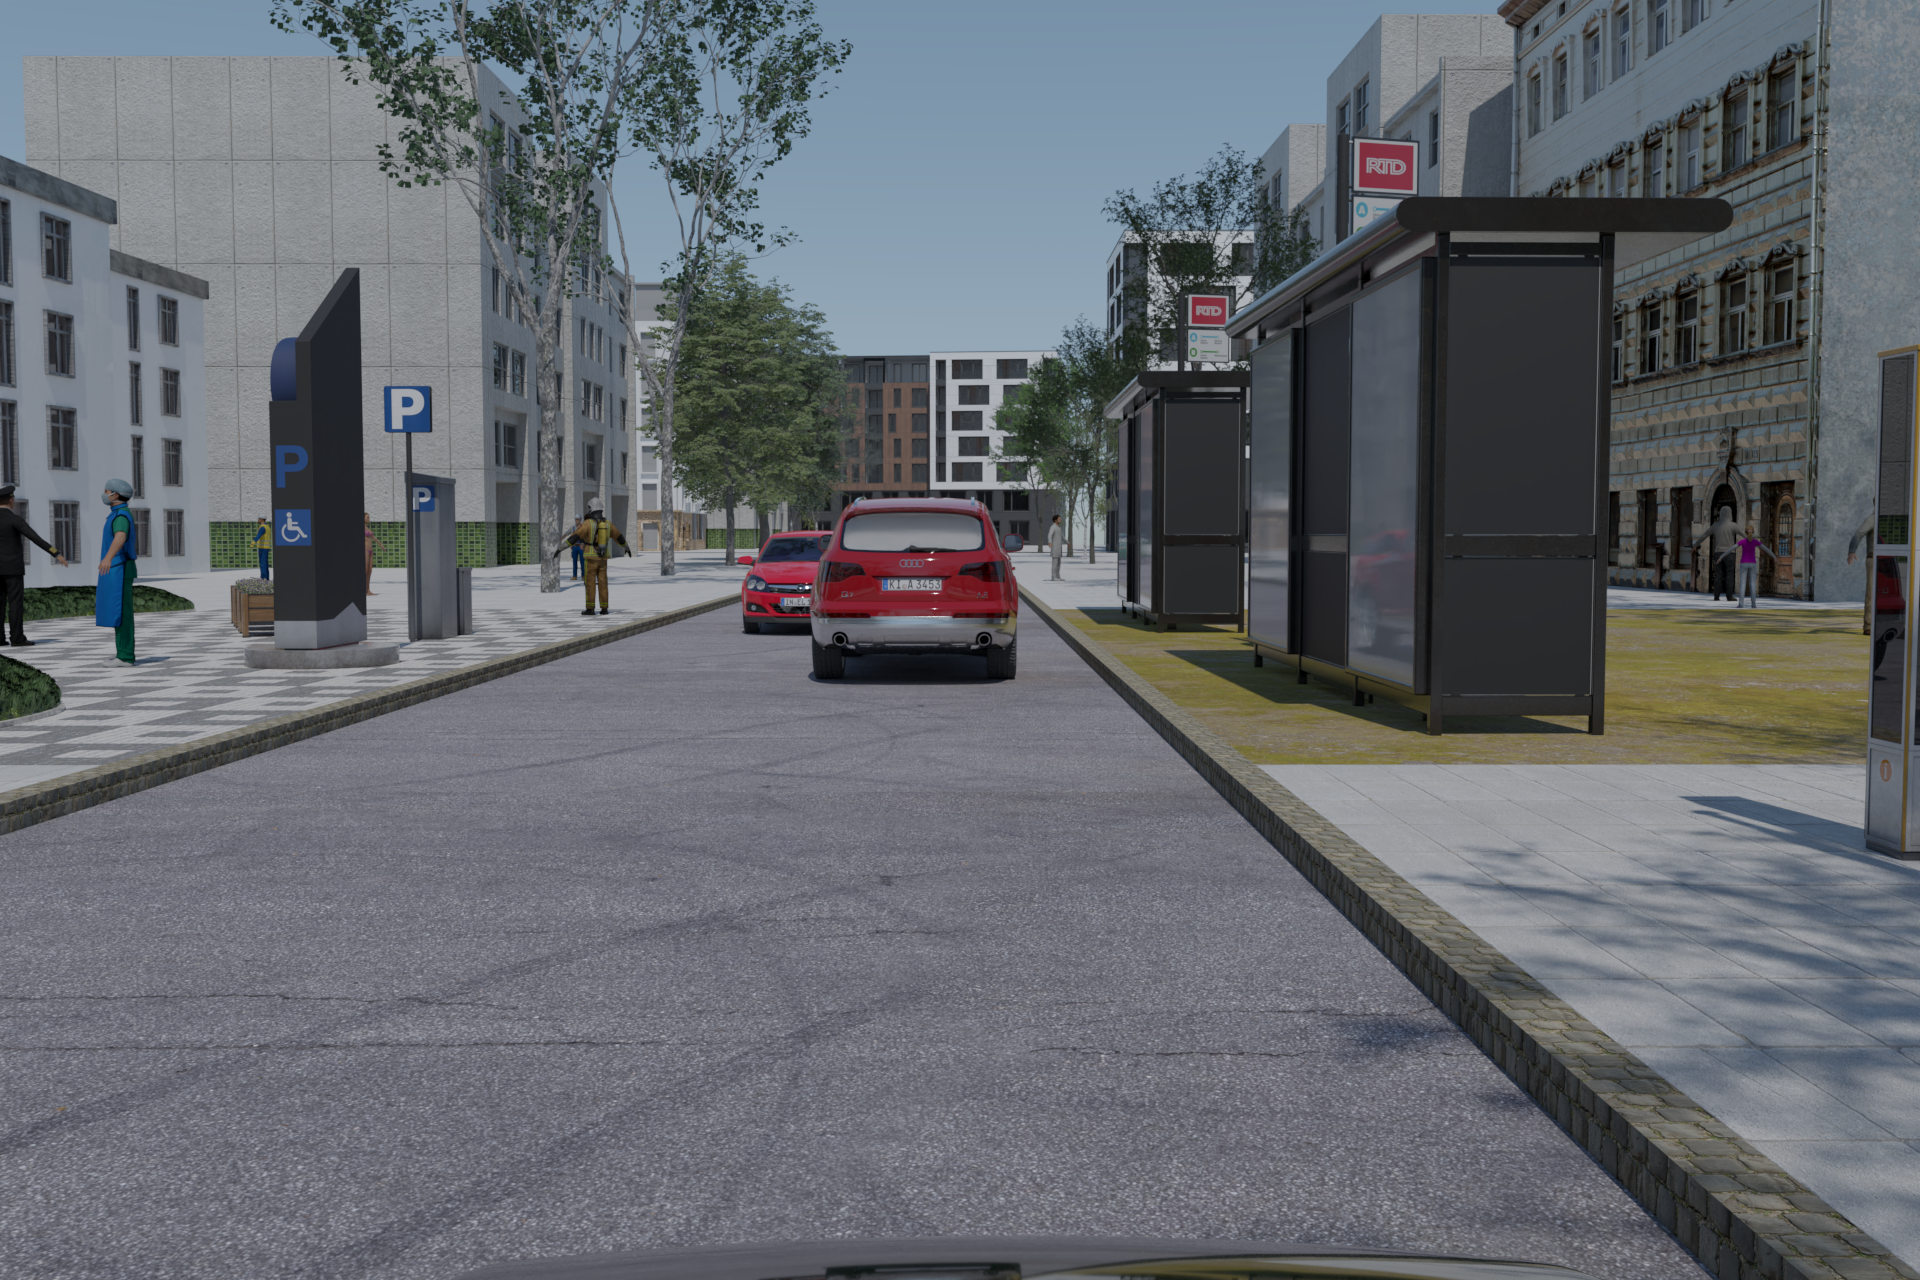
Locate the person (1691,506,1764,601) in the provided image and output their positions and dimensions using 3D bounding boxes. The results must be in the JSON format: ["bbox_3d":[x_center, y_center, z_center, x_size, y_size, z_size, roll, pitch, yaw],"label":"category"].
[{"bbox_3d":[14.629,-1.649,33.097,1.348,1.813,0.705,3,5,42],"label":"person"}]

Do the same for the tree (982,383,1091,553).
[{"bbox_3d":[5.345,-11.609,115.570,9.928,11.665,9.643,0,3,0],"label":"tree"}]

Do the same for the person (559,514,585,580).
[{"bbox_3d":[-10.571,-2.576,47.968,1.347,1.847,0.705,0,4,4],"label":"person"}]

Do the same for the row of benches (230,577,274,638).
[{"bbox_3d":[-9.428,-0.483,23.361,1.422,0.672,4.104,-2,4,-24],"label":"row of benches"}]

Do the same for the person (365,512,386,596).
[{"bbox_3d":[-12.292,-1.789,36.053,0.721,1.733,1.217,1,4,8],"label":"person"}]

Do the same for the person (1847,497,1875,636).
[{"bbox_3d":[11.642,-0.955,21.884,1.348,1.796,0.705,-2,4,-24],"label":"person"}]

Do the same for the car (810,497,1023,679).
[{"bbox_3d":[-0.437,-0.611,18.661,2.281,1.827,5.304,0,4,0],"label":"car"}]

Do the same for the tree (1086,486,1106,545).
[{"bbox_3d":[17.633,-15.757,207.988,4.360,8.622,3.978,0,3,0],"label":"tree"}]

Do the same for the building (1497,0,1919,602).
[{"bbox_3d":[25.266,-12.860,41.184,19.493,23.208,18.063,0,4,0],"label":"building"}]

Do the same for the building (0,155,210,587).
[{"bbox_3d":[-25.738,-6.212,43.718,9.099,9.664,28.070,0,3,0],"label":"building"}]

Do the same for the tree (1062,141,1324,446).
[{"bbox_3d":[6.074,-6.489,40.510,7.601,10.594,8.767,-3,5,-41],"label":"tree"}]

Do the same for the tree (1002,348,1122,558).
[{"bbox_3d":[6.203,-10.328,94.625,9.928,11.665,9.643,0,3,0],"label":"tree"}]

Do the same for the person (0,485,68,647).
[{"bbox_3d":[-10.879,-0.848,19.807,1.347,1.837,0.705,0,4,8],"label":"person"}]

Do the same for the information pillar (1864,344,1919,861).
[{"bbox_3d":[3.842,-0.146,6.876,0.304,2.012,0.304,0,4,0],"label":"information pillar"}]

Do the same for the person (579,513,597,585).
[{"bbox_3d":[-9.301,-2.288,43.589,0.705,1.806,1.347,1,4,12],"label":"person"}]

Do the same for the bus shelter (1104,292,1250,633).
[{"bbox_3d":[3.403,-2.990,26.524,2.179,5.291,8.768,0,4,1],"label":"bus shelter"}]

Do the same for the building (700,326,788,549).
[{"bbox_3d":[-26.089,-18.136,162.979,16.747,18.905,31.486,0,4,0],"label":"building"}]

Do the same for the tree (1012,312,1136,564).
[{"bbox_3d":[5.408,-8.533,73.927,7.601,10.594,8.767,-3,5,-39],"label":"tree"}]

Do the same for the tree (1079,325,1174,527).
[{"bbox_3d":[5.707,-6.655,59.173,4.360,8.622,3.978,0,3,0],"label":"tree"}]

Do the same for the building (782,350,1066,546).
[{"bbox_3d":[-4.021,-22.044,206.847,32.646,21.610,27.936,0,4,6],"label":"building"}]

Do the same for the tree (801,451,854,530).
[{"bbox_3d":[-9.667,-10.008,113.991,4.360,8.622,3.978,0,3,0],"label":"tree"}]

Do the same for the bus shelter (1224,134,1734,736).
[{"bbox_3d":[3.668,-2.294,15.135,2.179,5.291,8.768,0,4,-2],"label":"bus shelter"}]

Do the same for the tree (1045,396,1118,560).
[{"bbox_3d":[6.264,-8.327,86.504,4.360,8.622,3.978,0,3,0],"label":"tree"}]

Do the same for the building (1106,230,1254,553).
[{"bbox_3d":[24.932,-17.666,132.807,27.936,21.610,32.646,0,3,0],"label":"building"}]

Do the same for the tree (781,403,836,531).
[{"bbox_3d":[-9.022,-8.831,94.747,4.737,8.622,4.395,0,3,0],"label":"tree"}]

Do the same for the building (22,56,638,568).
[{"bbox_3d":[-26.269,-13.073,80.193,16.747,18.905,31.486,0,4,0],"label":"building"}]

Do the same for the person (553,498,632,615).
[{"bbox_3d":[-5.778,-1.325,27.440,1.354,1.858,0.705,-3,5,-39],"label":"person"}]

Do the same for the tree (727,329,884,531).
[{"bbox_3d":[-9.693,-11.862,104.315,12.009,13.543,11.850,0,3,0],"label":"tree"}]

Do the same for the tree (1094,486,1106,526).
[{"bbox_3d":[17.161,-15.463,203.186,4.737,8.622,4.395,0,3,0],"label":"tree"}]

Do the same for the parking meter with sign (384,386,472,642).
[{"bbox_3d":[-6.473,-1.530,21.284,0.543,3.016,1.738,0,4,2],"label":"parking meter with sign"}]

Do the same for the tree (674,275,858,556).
[{"bbox_3d":[-9.623,-10.854,84.126,9.857,13.997,8.962,0,3,0],"label":"tree"}]

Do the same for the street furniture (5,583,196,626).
[{"bbox_3d":[-15.303,-0.563,24.828,5.734,0.657,10.072,0,4,6],"label":"street furniture"}]

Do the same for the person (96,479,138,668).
[{"bbox_3d":[-8.181,-0.653,16.796,0.704,1.817,1.347,-1,4,-23],"label":"person"}]

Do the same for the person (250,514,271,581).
[{"bbox_3d":[-18.883,-2.501,46.866,0.705,1.833,1.349,0,4,-4],"label":"person"}]

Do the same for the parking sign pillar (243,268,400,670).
[{"bbox_3d":[-6.289,-1.744,16.982,1.447,3.967,1.447,0,4,2],"label":"parking sign pillar"}]

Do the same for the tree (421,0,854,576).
[{"bbox_3d":[-10.069,-12.129,54.204,12.611,20.169,13.585,0,3,0],"label":"tree"}]

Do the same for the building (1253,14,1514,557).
[{"bbox_3d":[22.601,-12.314,67.789,16.747,18.905,31.486,0,4,-1],"label":"building"}]

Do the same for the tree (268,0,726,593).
[{"bbox_3d":[-10.359,-11.131,37.879,12.611,20.169,13.585,0,3,0],"label":"tree"}]

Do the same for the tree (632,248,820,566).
[{"bbox_3d":[-9.677,-9.264,69.597,7.486,12.596,7.792,0,3,0],"label":"tree"}]

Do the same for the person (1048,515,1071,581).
[{"bbox_3d":[2.664,-2.514,47.287,0.705,1.806,1.347,2,4,27],"label":"person"}]

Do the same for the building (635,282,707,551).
[{"bbox_3d":[-25.998,-16.824,131.486,16.016,20.090,11.380,0,4,-1],"label":"building"}]

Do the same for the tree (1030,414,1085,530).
[{"bbox_3d":[5.696,-9.382,103.757,4.360,8.622,3.978,0,3,0],"label":"tree"}]

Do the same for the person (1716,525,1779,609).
[{"bbox_3d":[13.591,-1.261,29.885,0.991,1.433,0.599,1,4,16],"label":"person"}]

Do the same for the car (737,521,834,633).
[{"bbox_3d":[-2.258,-1.061,26.390,2.155,1.783,4.494,0,4,-1],"label":"car"}]

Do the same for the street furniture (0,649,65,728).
[{"bbox_3d":[-8.855,0.359,9.759,5.734,0.657,10.072,-1,4,-11],"label":"street furniture"}]
